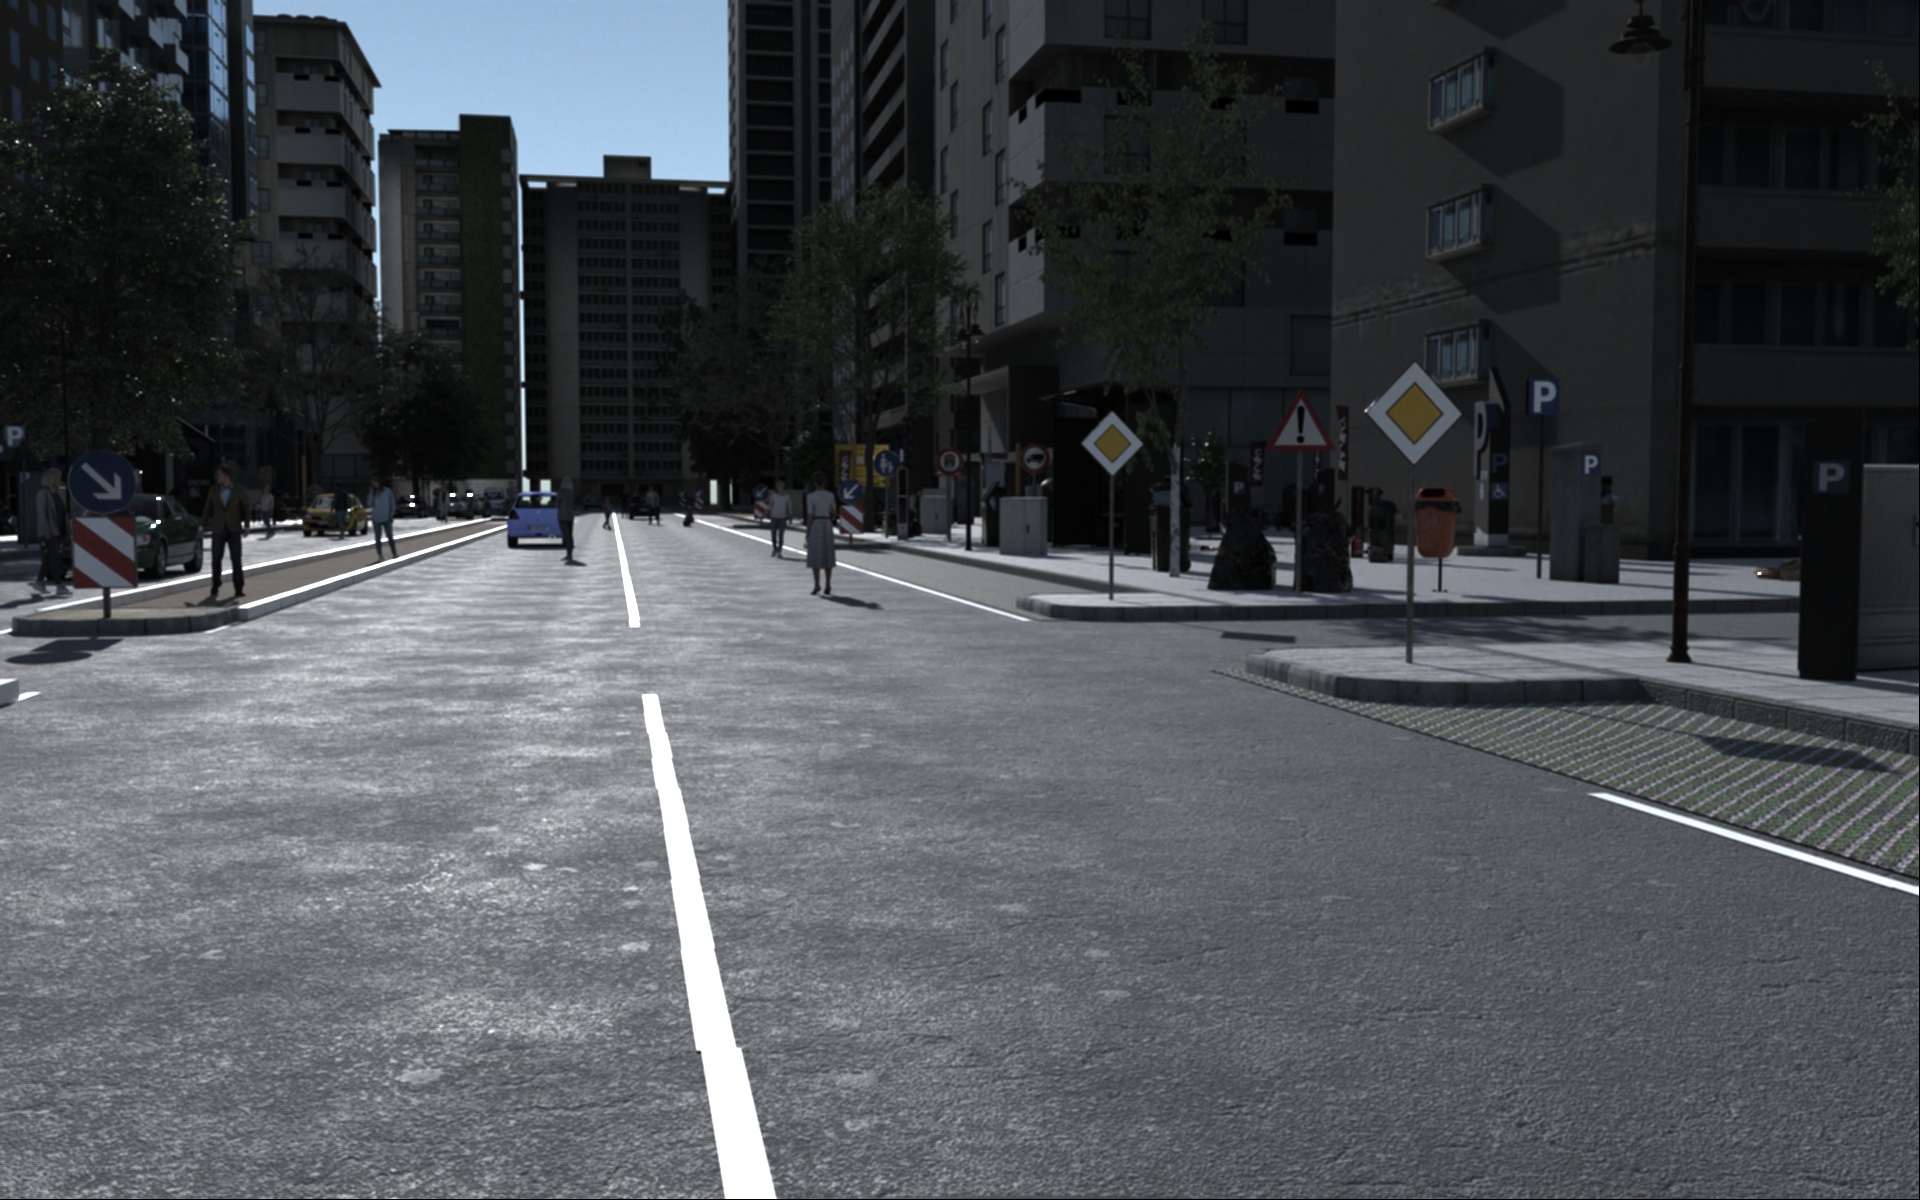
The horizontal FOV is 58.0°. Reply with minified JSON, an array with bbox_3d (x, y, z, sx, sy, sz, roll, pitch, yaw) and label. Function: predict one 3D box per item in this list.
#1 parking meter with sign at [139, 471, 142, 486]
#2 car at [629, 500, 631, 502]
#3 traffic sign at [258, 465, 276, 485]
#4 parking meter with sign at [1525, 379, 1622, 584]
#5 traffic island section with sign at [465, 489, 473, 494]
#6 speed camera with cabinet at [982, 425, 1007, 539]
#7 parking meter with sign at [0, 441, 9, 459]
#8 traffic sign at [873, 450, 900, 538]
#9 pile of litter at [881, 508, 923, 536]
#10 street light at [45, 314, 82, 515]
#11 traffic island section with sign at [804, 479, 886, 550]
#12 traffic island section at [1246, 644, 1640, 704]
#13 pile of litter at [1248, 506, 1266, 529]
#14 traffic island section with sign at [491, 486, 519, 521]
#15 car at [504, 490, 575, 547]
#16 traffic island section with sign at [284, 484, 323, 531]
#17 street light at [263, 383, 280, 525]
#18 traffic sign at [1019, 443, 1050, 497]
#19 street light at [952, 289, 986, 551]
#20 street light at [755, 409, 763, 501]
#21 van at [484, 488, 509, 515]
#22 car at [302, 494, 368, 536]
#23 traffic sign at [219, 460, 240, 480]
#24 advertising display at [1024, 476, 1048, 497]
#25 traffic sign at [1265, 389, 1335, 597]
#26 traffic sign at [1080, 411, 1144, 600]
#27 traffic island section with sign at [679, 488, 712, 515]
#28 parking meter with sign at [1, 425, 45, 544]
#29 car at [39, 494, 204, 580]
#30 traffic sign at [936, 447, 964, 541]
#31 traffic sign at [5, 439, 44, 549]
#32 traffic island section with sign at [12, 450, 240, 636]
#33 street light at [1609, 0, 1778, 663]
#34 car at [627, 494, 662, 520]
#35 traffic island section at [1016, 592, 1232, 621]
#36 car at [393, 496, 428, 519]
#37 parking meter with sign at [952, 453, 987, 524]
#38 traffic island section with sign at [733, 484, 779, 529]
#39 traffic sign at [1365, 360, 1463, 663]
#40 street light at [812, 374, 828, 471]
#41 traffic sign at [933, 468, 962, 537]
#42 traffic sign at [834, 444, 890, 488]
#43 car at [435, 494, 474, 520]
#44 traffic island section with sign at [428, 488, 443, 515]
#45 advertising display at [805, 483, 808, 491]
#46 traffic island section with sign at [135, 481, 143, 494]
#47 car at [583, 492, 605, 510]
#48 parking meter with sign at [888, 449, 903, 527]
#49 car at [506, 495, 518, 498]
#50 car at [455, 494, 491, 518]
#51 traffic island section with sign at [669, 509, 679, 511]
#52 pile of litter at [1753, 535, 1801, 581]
[{"bbox_3d":[-27.750,-3.770,57.901,1.738,3.016,0.543,-1,4,-11],"label":"parking meter with sign"},{"bbox_3d":[-21.189,-6.506,116.152,2.009,1.686,4.222,-1,4,-11],"label":"car"},{"bbox_3d":[-30.509,-4.660,76.293,0.768,2.556,0.104,0,4,-6],"label":"traffic sign"},{"bbox_3d":[9.067,-1.790,25.520,0.543,3.016,1.738,-1,4,-17],"label":"parking meter with sign"},{"bbox_3d":[-40.901,-8.313,144.553,1.989,1.847,2.006,-1,4,-11],"label":"traffic island section with sign"},{"bbox_3d":[0.982,-3.353,49.161,0.660,3.252,2.038,0,4,5],"label":"speed camera with cabinet"},{"bbox_3d":[-33.643,-3.885,59.787,1.738,3.016,0.543,2,4,34],"label":"parking meter with sign"},{"bbox_3d":[-2.137,-3.082,50.502,0.768,2.556,0.104,0,4,-2],"label":"traffic sign"},{"bbox_3d":[-1.833,-2.432,53.730,1.176,0.858,1.719,3,5,43],"label":"pile of litter"},{"bbox_3d":[-23.097,-4.401,44.739,0.468,5.910,1.993,-1,4,-11],"label":"street light"},{"bbox_3d":[-3.057,-2.242,45.280,1.989,1.847,2.006,-1,4,-11],"label":"traffic island section with sign"},{"bbox_3d":[3.434,0.556,13.187,2.009,0.180,2.903,-1,4,-11],"label":"traffic island section"},{"bbox_3d":[10.675,-3.056,63.924,1.176,0.858,1.719,-1,4,-20],"label":"pile of litter"},{"bbox_3d":[-23.852,-5.138,92.146,2.006,1.907,1.989,-1,4,-11],"label":"traffic island section with sign"},{"bbox_3d":[-11.740,-2.370,48.335,1.945,1.707,3.694,-1,4,-13],"label":"car"},{"bbox_3d":[-25.505,-3.656,68.403,1.989,1.847,2.006,-1,4,-11],"label":"traffic island section with sign"},{"bbox_3d":[-28.672,-6.083,72.245,0.468,5.910,1.993,-1,4,-11],"label":"street light"},{"bbox_3d":[1.851,-2.625,43.023,0.768,2.556,0.104,0,4,-5],"label":"traffic sign"},{"bbox_3d":[0.195,-4.060,39.172,0.468,5.910,1.993,-1,4,-11],"label":"street light"},{"bbox_3d":[-10.980,-7.452,94.620,0.468,5.910,1.993,-1,4,-11],"label":"street light"},{"bbox_3d":[-32.105,-6.875,119.425,2.013,2.044,4.112,-1,4,-13],"label":"van"},{"bbox_3d":[-21.761,-3.065,60.342,2.015,1.641,3.980,-1,4,-11],"label":"car"},{"bbox_3d":[-27.106,-3.922,64.228,0.768,2.556,0.104,-1,4,-10],"label":"traffic sign"},{"bbox_3d":[2.687,-3.439,61.444,0.974,1.923,0.123,3,5,41],"label":"advertising display"},{"bbox_3d":[4.196,-1.311,21.432,0.884,2.594,0.081,0,4,-6],"label":"traffic sign"},{"bbox_3d":[1.830,-1.057,20.932,0.795,2.450,0.064,-1,4,-11],"label":"traffic sign"},{"bbox_3d":[-18.449,-6.900,121.450,1.989,1.847,2.006,-1,4,-11],"label":"traffic island section with sign"},{"bbox_3d":[-24.005,-2.971,44.837,0.543,3.016,1.738,0,4,-3],"label":"parking meter with sign"},{"bbox_3d":[-14.690,-1.147,30.550,2.131,1.459,4.920,-1,4,-12],"label":"car"},{"bbox_3d":[-0.289,-2.885,47.272,0.768,2.556,0.104,-1,4,-11],"label":"traffic sign"},{"bbox_3d":[-22.015,-2.492,40.754,0.884,2.594,0.081,0,4,-3],"label":"traffic sign"},{"bbox_3d":[-8.955,-0.633,18.493,2.006,1.907,1.989,-1,4,-11],"label":"traffic island section with sign"},{"bbox_3d":[5.504,-2.464,13.078,0.468,5.910,1.993,-1,4,-11],"label":"street light"},{"bbox_3d":[-17.987,-5.438,98.690,2.009,1.686,4.222,-1,4,-10],"label":"car"},{"bbox_3d":[1.852,0.077,21.014,2.009,0.180,2.903,-1,4,-11],"label":"traffic island section"},{"bbox_3d":[-32.670,-5.524,102.897,1.945,1.354,3.894,-1,4,-10],"label":"car"},{"bbox_3d":[0.231,-4.736,73.699,1.738,3.016,0.543,1,4,14],"label":"parking meter with sign"},{"bbox_3d":[-8.396,-3.858,71.704,1.989,1.847,2.006,-1,4,-11],"label":"traffic island section with sign"},{"bbox_3d":[3.412,-0.579,13.105,0.795,2.450,0.064,-1,4,-11],"label":"traffic sign"},{"bbox_3d":[-5.424,-5.769,67.110,0.468,5.910,1.993,-1,4,-11],"label":"street light"},{"bbox_3d":[-0.375,-3.163,51.723,0.884,2.594,0.081,0,4,-4],"label":"traffic sign"},{"bbox_3d":[-3.959,-4.663,70.118,2.265,3.308,0.079,-1,4,-10],"label":"traffic sign"},{"bbox_3d":[-28.411,-5.240,97.476,2.131,1.459,4.920,-1,4,-12],"label":"car"},{"bbox_3d":[-35.522,-6.689,117.987,1.989,1.847,2.006,-1,4,-11],"label":"traffic island section with sign"},{"bbox_3d":[-8.305,-5.477,94.755,0.123,1.923,0.974,-1,4,-20],"label":"advertising display"},{"bbox_3d":[-20.105,-2.023,41.698,1.989,1.847,2.006,-1,4,-11],"label":"traffic island section with sign"},{"bbox_3d":[-33.566,-9.177,158.834,1.959,1.807,4.718,-1,4,-10],"label":"car"},{"bbox_3d":[-2.422,-4.336,67.146,0.543,3.016,1.738,-1,4,-21],"label":"parking meter with sign"},{"bbox_3d":[-36.320,-7.793,139.780,2.083,1.381,4.827,-1,4,-11],"label":"car"},{"bbox_3d":[-29.500,-5.700,104.988,2.131,1.459,4.920,-1,4,-10],"label":"car"},{"bbox_3d":[-23.920,-8.554,148.491,1.989,1.847,2.006,-1,4,-11],"label":"traffic island section with sign"},{"bbox_3d":[12.574,-0.739,26.041,1.176,0.858,1.719,2,4,33],"label":"pile of litter"}]
